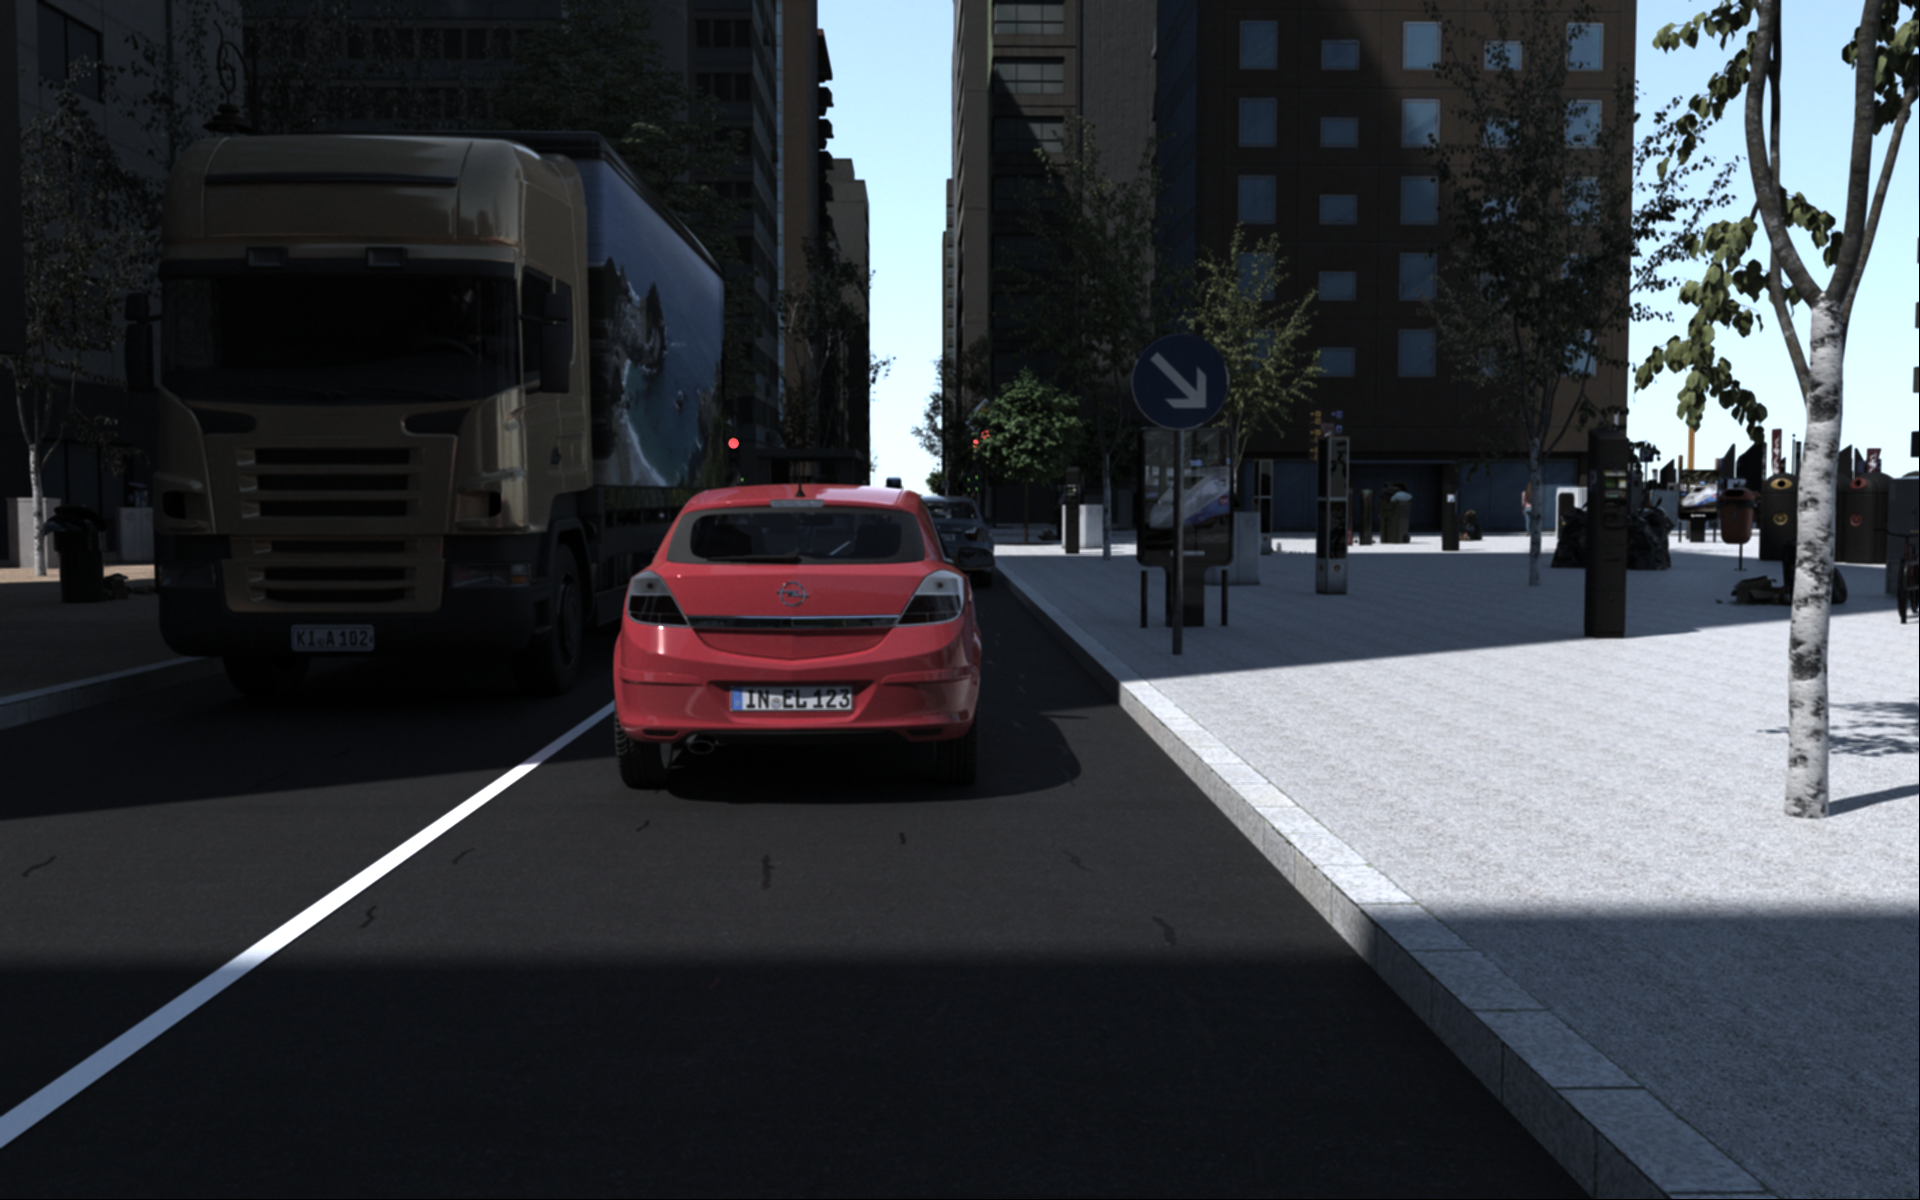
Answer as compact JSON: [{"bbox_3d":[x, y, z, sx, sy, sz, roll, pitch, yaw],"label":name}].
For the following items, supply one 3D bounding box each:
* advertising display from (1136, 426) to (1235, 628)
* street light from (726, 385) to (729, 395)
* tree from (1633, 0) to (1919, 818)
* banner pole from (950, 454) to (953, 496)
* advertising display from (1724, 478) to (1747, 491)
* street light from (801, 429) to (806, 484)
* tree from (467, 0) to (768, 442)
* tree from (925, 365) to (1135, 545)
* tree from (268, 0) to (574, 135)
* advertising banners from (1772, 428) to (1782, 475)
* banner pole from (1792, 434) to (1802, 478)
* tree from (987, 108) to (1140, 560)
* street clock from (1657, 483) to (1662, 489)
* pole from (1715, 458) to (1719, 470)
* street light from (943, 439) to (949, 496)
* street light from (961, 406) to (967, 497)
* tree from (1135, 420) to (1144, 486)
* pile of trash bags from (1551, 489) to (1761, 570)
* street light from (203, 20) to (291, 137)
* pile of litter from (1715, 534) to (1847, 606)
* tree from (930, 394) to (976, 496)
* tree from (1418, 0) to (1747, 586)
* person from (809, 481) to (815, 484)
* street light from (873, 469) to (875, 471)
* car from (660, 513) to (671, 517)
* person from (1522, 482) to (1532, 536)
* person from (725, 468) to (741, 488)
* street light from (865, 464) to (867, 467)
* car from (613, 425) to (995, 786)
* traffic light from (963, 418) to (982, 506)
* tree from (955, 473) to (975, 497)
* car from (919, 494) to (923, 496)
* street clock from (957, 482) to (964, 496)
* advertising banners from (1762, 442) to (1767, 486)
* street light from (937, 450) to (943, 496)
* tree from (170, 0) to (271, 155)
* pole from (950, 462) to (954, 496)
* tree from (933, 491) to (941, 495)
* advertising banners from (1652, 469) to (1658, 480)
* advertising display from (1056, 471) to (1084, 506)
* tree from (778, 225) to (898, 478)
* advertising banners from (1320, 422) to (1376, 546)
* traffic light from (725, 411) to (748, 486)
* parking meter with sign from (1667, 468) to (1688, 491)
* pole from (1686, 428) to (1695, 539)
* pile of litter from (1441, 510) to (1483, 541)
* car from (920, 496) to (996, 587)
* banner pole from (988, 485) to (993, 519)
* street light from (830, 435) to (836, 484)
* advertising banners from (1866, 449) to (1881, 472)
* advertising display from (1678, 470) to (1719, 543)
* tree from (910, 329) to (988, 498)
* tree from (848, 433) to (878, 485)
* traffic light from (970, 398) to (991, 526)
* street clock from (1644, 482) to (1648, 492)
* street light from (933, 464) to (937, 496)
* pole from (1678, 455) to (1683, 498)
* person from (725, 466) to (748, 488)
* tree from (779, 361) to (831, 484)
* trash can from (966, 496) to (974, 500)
[{"bbox_3d":[2.177,-0.704,16.718,0.974,1.923,0.123,-1,4,-17],"label":"advertising display"},{"bbox_3d":[-8.010,-5.251,58.642,0.468,5.910,1.993,0,4,-1],"label":"street light"},{"bbox_3d":[3.609,-3.448,6.741,4.737,8.622,4.395,0,3,0],"label":"tree"},{"bbox_3d":[-0.520,-7.237,108.347,0.401,3.779,0.863,0,4,6],"label":"banner pole"},{"bbox_3d":[30.727,-3.879,68.635,0.974,1.923,0.123,-1,4,-16],"label":"advertising display"},{"bbox_3d":[-9.082,-7.807,100.429,0.468,5.910,1.993,0,4,-1],"label":"street light"},{"bbox_3d":[-8.413,-7.441,39.782,7.486,12.596,7.792,0,3,0],"label":"tree"},{"bbox_3d":[1.758,-3.677,43.841,4.285,4.588,4.351,0,3,0],"label":"tree"},{"bbox_3d":[-7.533,-4.695,27.129,4.360,8.622,3.978,0,3,0],"label":"tree"},{"bbox_3d":[21.866,-3.024,45.627,0.090,3.025,2.074,0,4,-1],"label":"advertising banners"},{"bbox_3d":[34.827,-5.026,72.195,0.863,3.779,0.401,-3,4,-37],"label":"banner pole"},{"bbox_3d":[2.742,-5.056,33.034,4.737,8.622,4.395,0,3,0],"label":"tree"},{"bbox_3d":[44.631,-6.496,110.772,0.358,2.002,0.471,-3,5,-44],"label":"street clock"},{"bbox_3d":[43.029,-6.402,98.516,0.158,3.312,0.155,0,3,0],"label":"pole"},{"bbox_3d":[-0.896,-9.822,133.377,0.468,5.910,1.993,0,4,-1],"label":"street light"},{"bbox_3d":[0.245,-7.225,90.909,0.468,5.910,1.993,0,4,-1],"label":"street light"},{"bbox_3d":[5.300,-4.743,61.259,4.285,4.588,4.351,0,3,0],"label":"tree"},{"bbox_3d":[11.950,-1.233,29.912,3.447,1.369,1.912,3,5,42],"label":"pile of trash bags"},{"bbox_3d":[-7.083,-2.738,17.560,0.468,5.910,1.993,0,4,-1],"label":"street light"},{"bbox_3d":[9.682,-0.395,20.419,1.719,0.858,1.176,0,4,-8],"label":"pile of litter"},{"bbox_3d":[-0.180,-10.672,124.846,4.360,8.622,3.978,0,3,0],"label":"tree"},{"bbox_3d":[8.105,-4.491,23.796,4.360,8.622,3.978,0,3,0],"label":"tree"},{"bbox_3d":[-3.674,-1.942,40.924,0.598,1.740,0.731,2,4,28],"label":"person"},{"bbox_3d":[-12.936,-17.583,260.267,0.468,5.910,1.993,0,4,-1],"label":"street light"},{"bbox_3d":[-11.212,-2.564,54.282,4.827,1.381,2.083,0,4,-1],"label":"car"},{"bbox_3d":[17.804,-2.782,53.996,0.555,1.821,0.388,2,4,32],"label":"person"},{"bbox_3d":[-2.967,-0.881,23.252,0.599,1.781,0.374,0,4,4],"label":"person"},{"bbox_3d":[-11.853,-15.030,218.534,0.468,5.910,1.993,0,4,-1],"label":"street light"},{"bbox_3d":[-0.844,-0.060,10.022,2.155,1.783,4.494,0,4,-2],"label":"car"},{"bbox_3d":[0.531,-4.261,58.595,0.839,4.253,0.868,0,4,-1],"label":"traffic light"},{"bbox_3d":[0.116,-8.651,136.044,1.663,3.219,1.824,0,3,0],"label":"tree"},{"bbox_3d":[-2.893,-5.939,107.324,2.015,1.641,3.980,0,4,-3],"label":"car"},{"bbox_3d":[0.040,-6.237,106.552,0.471,2.002,0.358,0,4,6],"label":"street clock"},{"bbox_3d":[27.546,-3.836,58.904,0.090,3.025,2.074,3,5,40],"label":"advertising banners"},{"bbox_3d":[-1.719,-11.911,167.535,0.468,5.910,1.993,0,4,-1],"label":"street light"},{"bbox_3d":[-8.372,-4.319,20.982,4.360,8.622,3.978,0,3,0],"label":"tree"},{"bbox_3d":[-0.506,-7.201,111.575,0.158,3.312,0.155,0,3,0],"label":"pole"},{"bbox_3d":[-3.280,-15.088,241.293,1.663,3.219,1.824,0,3,0],"label":"tree"},{"bbox_3d":[49.023,-7.621,120.792,2.074,3.025,0.090,-1,4,-21],"label":"advertising banners"},{"bbox_3d":[3.098,-2.665,48.793,0.123,1.923,0.974,-3,5,-43],"label":"advertising display"},{"bbox_3d":[-10.956,-16.433,124.575,12.611,20.169,13.585,0,3,0],"label":"tree"},{"bbox_3d":[9.600,-2.858,42.917,2.074,3.025,0.090,-3,4,-37],"label":"advertising banners"},{"bbox_3d":[-7.577,-4.248,58.383,0.839,4.253,0.868,0,4,-1],"label":"traffic light"},{"bbox_3d":[48.562,-7.445,117.979,1.738,3.016,0.543,2,4,31],"label":"parking meter with sign"},{"bbox_3d":[20.714,-3.380,49.104,0.158,3.312,0.155,0,3,0],"label":"pole"},{"bbox_3d":[13.809,-2.074,47.876,1.719,0.858,1.176,-3,5,-40],"label":"pile of litter"},{"bbox_3d":[-0.399,-0.980,28.028,2.014,1.417,4.499,0,4,-2],"label":"car"},{"bbox_3d":[1.267,-4.966,71.207,0.401,3.779,0.863,-1,4,-16],"label":"banner pole"},{"bbox_3d":[-9.950,-9.991,136.136,0.468,5.910,1.993,0,4,-1],"label":"street light"},{"bbox_3d":[34.009,-4.274,66.069,2.074,3.025,0.090,0,4,8],"label":"advertising banners"},{"bbox_3d":[19.580,-2.491,45.940,0.974,1.923,0.123,1,4,18],"label":"advertising display"},{"bbox_3d":[0.783,-9.974,97.482,7.601,10.594,8.767,-1,4,-10],"label":"tree"},{"bbox_3d":[-11.839,-15.811,208.866,4.360,8.622,3.978,0,3,0],"label":"tree"},{"bbox_3d":[0.725,-3.773,50.612,0.839,4.253,0.868,0,4,-1],"label":"traffic light"},{"bbox_3d":[39.687,-5.851,100.226,0.358,2.002,0.471,1,4,9],"label":"street clock"},{"bbox_3d":[-2.677,-14.468,209.336,0.468,5.910,1.993,0,4,-1],"label":"street light"},{"bbox_3d":[37.694,-5.922,90.675,0.158,3.312,0.155,0,3,0],"label":"pole"},{"bbox_3d":[-3.734,-1.294,29.022,0.648,1.900,0.474,-3,5,-42],"label":"person"},{"bbox_3d":[-9.207,-8.944,96.595,4.737,8.622,4.395,0,3,0],"label":"tree"},{"bbox_3d":[0.762,-6.472,117.468,0.748,1.137,0.748,0,3,0],"label":"trash can"}]
